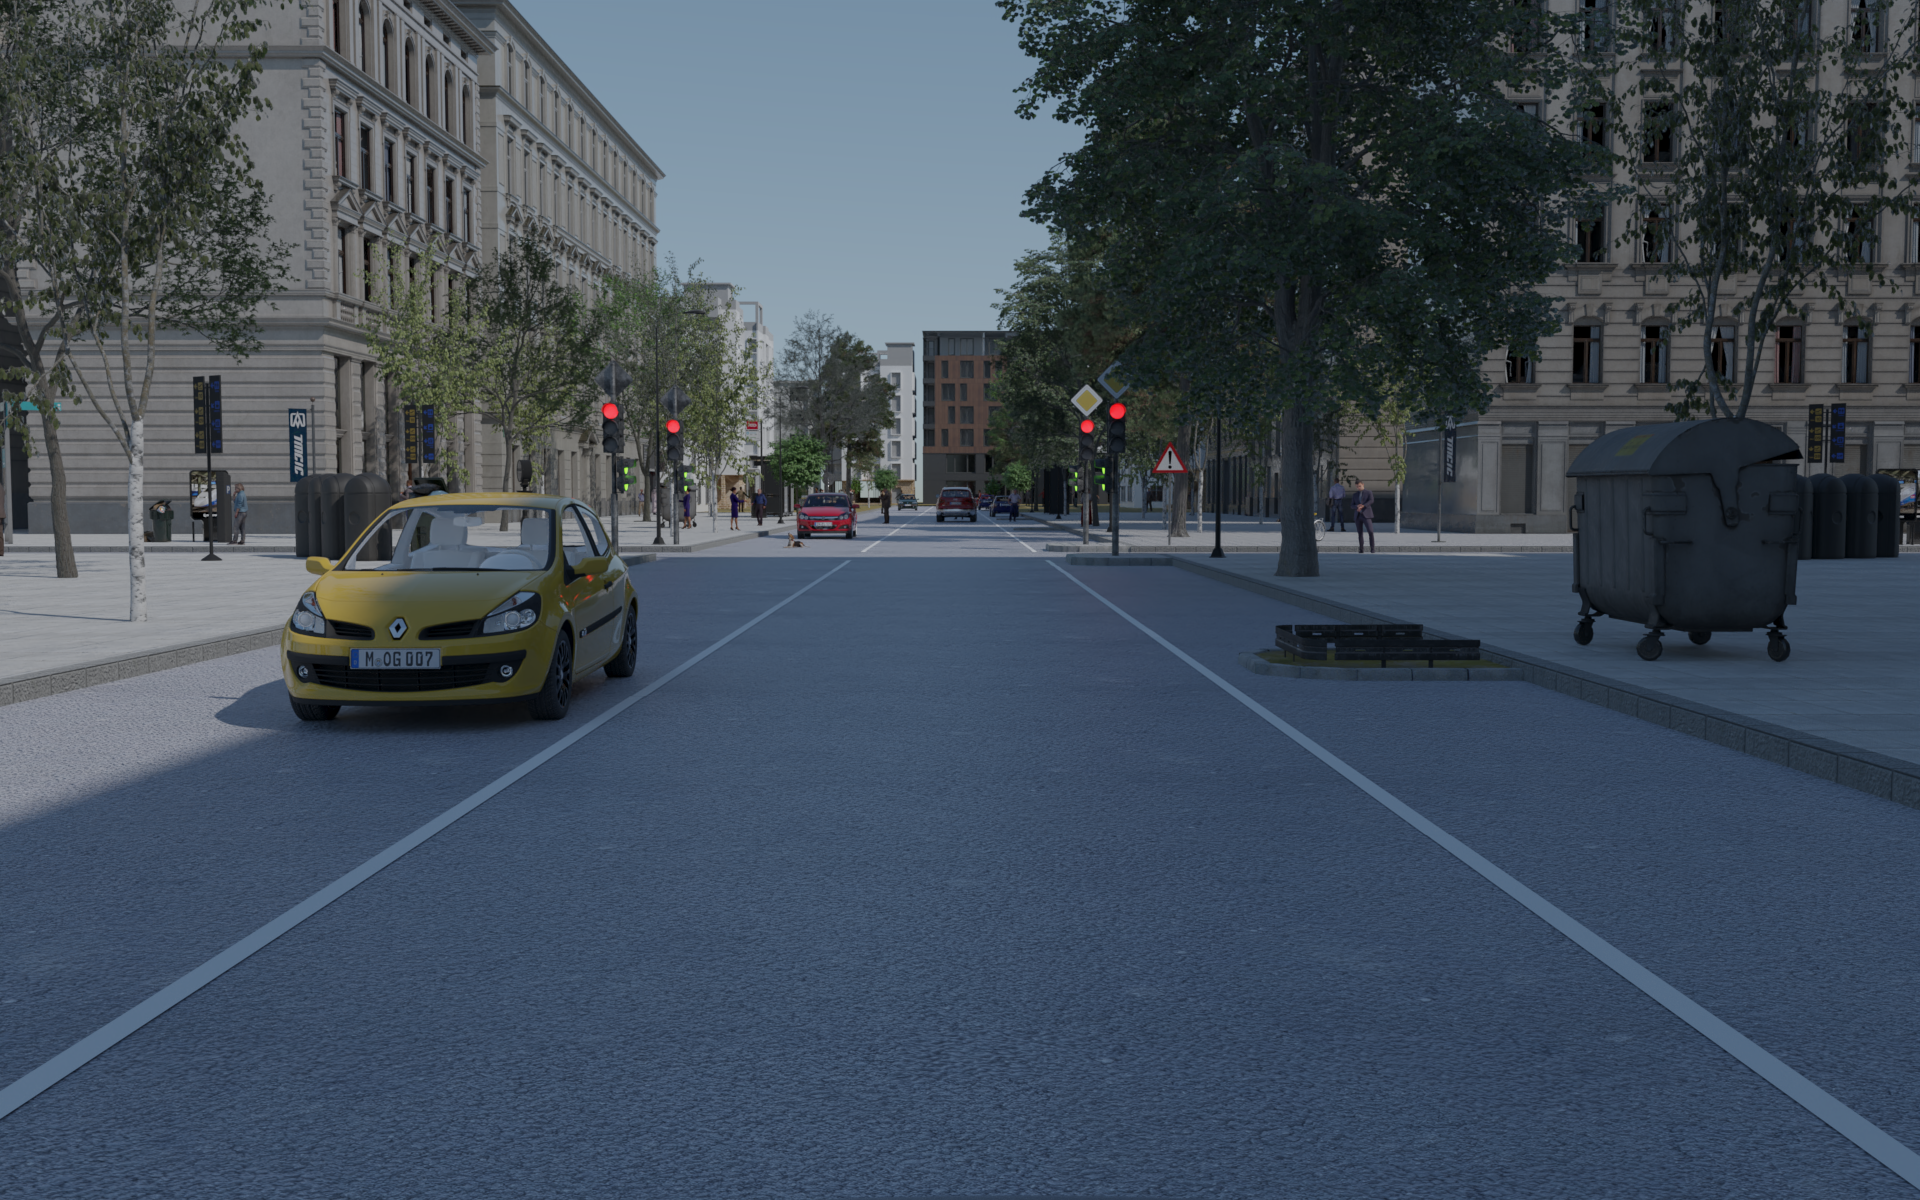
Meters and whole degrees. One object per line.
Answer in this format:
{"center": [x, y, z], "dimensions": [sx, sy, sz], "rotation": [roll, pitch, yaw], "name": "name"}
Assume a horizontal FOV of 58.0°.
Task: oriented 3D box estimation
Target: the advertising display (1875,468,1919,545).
{"center": [23.546, -2.347, 43.581], "dimensions": [0.974, 1.923, 0.123], "rotation": [1, 4, 8], "name": "advertising display"}

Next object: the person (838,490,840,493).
{"center": [-12.847, -10.947, 185.750], "dimensions": [0.721, 1.735, 1.217], "rotation": [-1, 4, -9], "name": "person"}

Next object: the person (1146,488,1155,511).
{"center": [14.072, -7.489, 129.038], "dimensions": [0.990, 1.755, 0.434], "rotation": [2, 4, 34], "name": "person"}

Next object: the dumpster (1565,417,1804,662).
{"center": [5.802, -0.501, 13.943], "dimensions": [1.264, 1.857, 1.865], "rotation": [0, 4, 0], "name": "dumpster"}

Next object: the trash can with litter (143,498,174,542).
{"center": [-21.442, -2.118, 46.012], "dimensions": [1.055, 1.170, 0.624], "rotation": [1, 4, 14], "name": "trash can with litter"}

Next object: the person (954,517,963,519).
{"center": [-0.080, -5.407, 97.829], "dimensions": [0.541, 1.710, 0.530], "rotation": [2, 4, 28], "name": "person"}

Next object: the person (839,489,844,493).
{"center": [-12.584, -10.861, 183.710], "dimensions": [1.350, 1.814, 0.705], "rotation": [-2, 4, -29], "name": "person"}

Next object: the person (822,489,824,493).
{"center": [-13.972, -10.466, 177.696], "dimensions": [0.750, 1.759, 0.617], "rotation": [-3, 5, -40], "name": "person"}

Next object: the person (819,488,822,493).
{"center": [-11.134, -8.131, 139.700], "dimensions": [0.721, 1.735, 1.217], "rotation": [-2, 4, -24], "name": "person"}

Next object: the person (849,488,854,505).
{"center": [-8.141, -7.609, 131.246], "dimensions": [0.445, 1.727, 0.742], "rotation": [-3, 5, -43], "name": "person"}

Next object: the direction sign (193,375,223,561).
{"center": [-14.404, -2.522, 33.229], "dimensions": [0.876, 3.537, 0.379], "rotation": [2, 4, 34], "name": "direction sign"}

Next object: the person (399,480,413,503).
{"center": [-17.117, -2.871, 53.797], "dimensions": [0.431, 1.722, 0.655], "rotation": [2, 4, 26], "name": "person"}

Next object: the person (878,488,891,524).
{"center": [-3.648, -4.571, 83.928], "dimensions": [0.600, 1.739, 0.565], "rotation": [-2, 4, -24], "name": "person"}

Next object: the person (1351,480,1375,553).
{"center": [9.346, -1.910, 40.181], "dimensions": [0.683, 1.767, 0.568], "rotation": [2, 4, 35], "name": "person"}

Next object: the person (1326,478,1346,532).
{"center": [12.857, -3.263, 59.262], "dimensions": [0.709, 1.838, 0.599], "rotation": [-1, 4, -9], "name": "person"}

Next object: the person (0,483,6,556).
{"center": [-19.865, -1.758, 35.469], "dimensions": [0.600, 1.739, 0.565], "rotation": [-3, 5, -39], "name": "person"}

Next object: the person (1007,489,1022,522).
{"center": [2.857, -4.959, 90.513], "dimensions": [0.756, 1.711, 0.436], "rotation": [0, 4, -1], "name": "person"}

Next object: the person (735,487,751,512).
{"center": [-15.302, -7.032, 121.103], "dimensions": [1.348, 1.812, 0.705], "rotation": [1, 4, 18], "name": "person"}

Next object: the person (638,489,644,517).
{"center": [-18.090, -5.532, 98.562], "dimensions": [0.516, 1.574, 0.319], "rotation": [-2, 4, -34], "name": "person"}

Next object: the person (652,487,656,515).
{"center": [-18.821, -6.135, 107.021], "dimensions": [0.551, 1.740, 0.621], "rotation": [1, 4, 15], "name": "person"}

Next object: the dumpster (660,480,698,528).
{"center": [-10.701, -3.671, 65.781], "dimensions": [1.264, 1.857, 1.865], "rotation": [0, 4, 0], "name": "dumpster"}

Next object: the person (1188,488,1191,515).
{"center": [13.993, -6.000, 104.957], "dimensions": [0.431, 1.722, 0.655], "rotation": [1, 4, 12], "name": "person"}

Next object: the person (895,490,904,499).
{"center": [-5.750, -9.898, 170.350], "dimensions": [1.348, 1.821, 0.705], "rotation": [0, 4, -7], "name": "person"}

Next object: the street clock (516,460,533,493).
{"center": [-9.197, -1.959, 36.608], "dimensions": [0.358, 2.002, 0.471], "rotation": [-2, 4, -27], "name": "street clock"}

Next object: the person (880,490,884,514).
{"center": [-5.526, -7.096, 125.350], "dimensions": [0.721, 1.723, 1.217], "rotation": [-1, 4, -14], "name": "person"}

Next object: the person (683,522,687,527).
{"center": [-10.704, -3.645, 67.842], "dimensions": [0.569, 1.553, 0.471], "rotation": [0, 4, -5], "name": "person"}

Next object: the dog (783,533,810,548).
{"center": [-4.350, -1.597, 46.308], "dimensions": [0.748, 0.427, 0.550], "rotation": [0, 4, -3], "name": "dog"}

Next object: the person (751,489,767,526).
{"center": [-8.188, -3.754, 70.112], "dimensions": [0.600, 1.496, 0.574], "rotation": [-3, 4, -36], "name": "person"}

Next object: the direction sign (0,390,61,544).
{"center": [-23.910, -3.418, 44.648], "dimensions": [1.411, 3.948, 2.525], "rotation": [-2, 4, -34], "name": "direction sign"}

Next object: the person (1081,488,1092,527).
{"center": [4.918, -3.610, 67.528], "dimensions": [0.523, 1.526, 0.387], "rotation": [2, 4, 34], "name": "person"}

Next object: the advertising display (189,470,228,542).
{"center": [-20.199, -2.533, 46.623], "dimensions": [0.974, 1.923, 0.123], "rotation": [-3, 4, -37], "name": "advertising display"}

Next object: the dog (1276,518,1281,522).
{"center": [14.667, -3.728, 78.692], "dimensions": [0.550, 0.427, 0.748], "rotation": [-1, 4, -11], "name": "dog"}

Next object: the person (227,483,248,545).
{"center": [-18.051, -2.147, 43.359], "dimensions": [0.429, 1.552, 0.499], "rotation": [1, 4, 13], "name": "person"}

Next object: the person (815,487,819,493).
{"center": [-11.760, -8.310, 141.881], "dimensions": [0.705, 1.831, 1.348], "rotation": [-2, 4, -27], "name": "person"}

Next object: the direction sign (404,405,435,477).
{"center": [-13.712, -3.182, 44.015], "dimensions": [0.876, 3.537, 0.379], "rotation": [1, 4, 18], "name": "direction sign"}

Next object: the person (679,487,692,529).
{"center": [-10.111, -3.363, 63.396], "dimensions": [0.546, 1.535, 0.453], "rotation": [-2, 4, -31], "name": "person"}

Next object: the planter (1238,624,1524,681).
{"center": [3.345, 0.420, 14.268], "dimensions": [1.991, 0.319, 1.994], "rotation": [0, 4, 0], "name": "planter"}

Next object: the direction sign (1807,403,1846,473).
{"center": [21.689, -3.144, 43.401], "dimensions": [0.379, 3.537, 0.876], "rotation": [-3, 5, -44], "name": "direction sign"}

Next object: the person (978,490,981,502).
{"center": [1.890, -9.933, 170.861], "dimensions": [0.705, 1.831, 1.348], "rotation": [0, 4, 5], "name": "person"}

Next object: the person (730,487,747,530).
{"center": [-7.837, -3.210, 60.903], "dimensions": [0.453, 1.535, 0.546], "rotation": [3, 4, 39], "name": "person"}
